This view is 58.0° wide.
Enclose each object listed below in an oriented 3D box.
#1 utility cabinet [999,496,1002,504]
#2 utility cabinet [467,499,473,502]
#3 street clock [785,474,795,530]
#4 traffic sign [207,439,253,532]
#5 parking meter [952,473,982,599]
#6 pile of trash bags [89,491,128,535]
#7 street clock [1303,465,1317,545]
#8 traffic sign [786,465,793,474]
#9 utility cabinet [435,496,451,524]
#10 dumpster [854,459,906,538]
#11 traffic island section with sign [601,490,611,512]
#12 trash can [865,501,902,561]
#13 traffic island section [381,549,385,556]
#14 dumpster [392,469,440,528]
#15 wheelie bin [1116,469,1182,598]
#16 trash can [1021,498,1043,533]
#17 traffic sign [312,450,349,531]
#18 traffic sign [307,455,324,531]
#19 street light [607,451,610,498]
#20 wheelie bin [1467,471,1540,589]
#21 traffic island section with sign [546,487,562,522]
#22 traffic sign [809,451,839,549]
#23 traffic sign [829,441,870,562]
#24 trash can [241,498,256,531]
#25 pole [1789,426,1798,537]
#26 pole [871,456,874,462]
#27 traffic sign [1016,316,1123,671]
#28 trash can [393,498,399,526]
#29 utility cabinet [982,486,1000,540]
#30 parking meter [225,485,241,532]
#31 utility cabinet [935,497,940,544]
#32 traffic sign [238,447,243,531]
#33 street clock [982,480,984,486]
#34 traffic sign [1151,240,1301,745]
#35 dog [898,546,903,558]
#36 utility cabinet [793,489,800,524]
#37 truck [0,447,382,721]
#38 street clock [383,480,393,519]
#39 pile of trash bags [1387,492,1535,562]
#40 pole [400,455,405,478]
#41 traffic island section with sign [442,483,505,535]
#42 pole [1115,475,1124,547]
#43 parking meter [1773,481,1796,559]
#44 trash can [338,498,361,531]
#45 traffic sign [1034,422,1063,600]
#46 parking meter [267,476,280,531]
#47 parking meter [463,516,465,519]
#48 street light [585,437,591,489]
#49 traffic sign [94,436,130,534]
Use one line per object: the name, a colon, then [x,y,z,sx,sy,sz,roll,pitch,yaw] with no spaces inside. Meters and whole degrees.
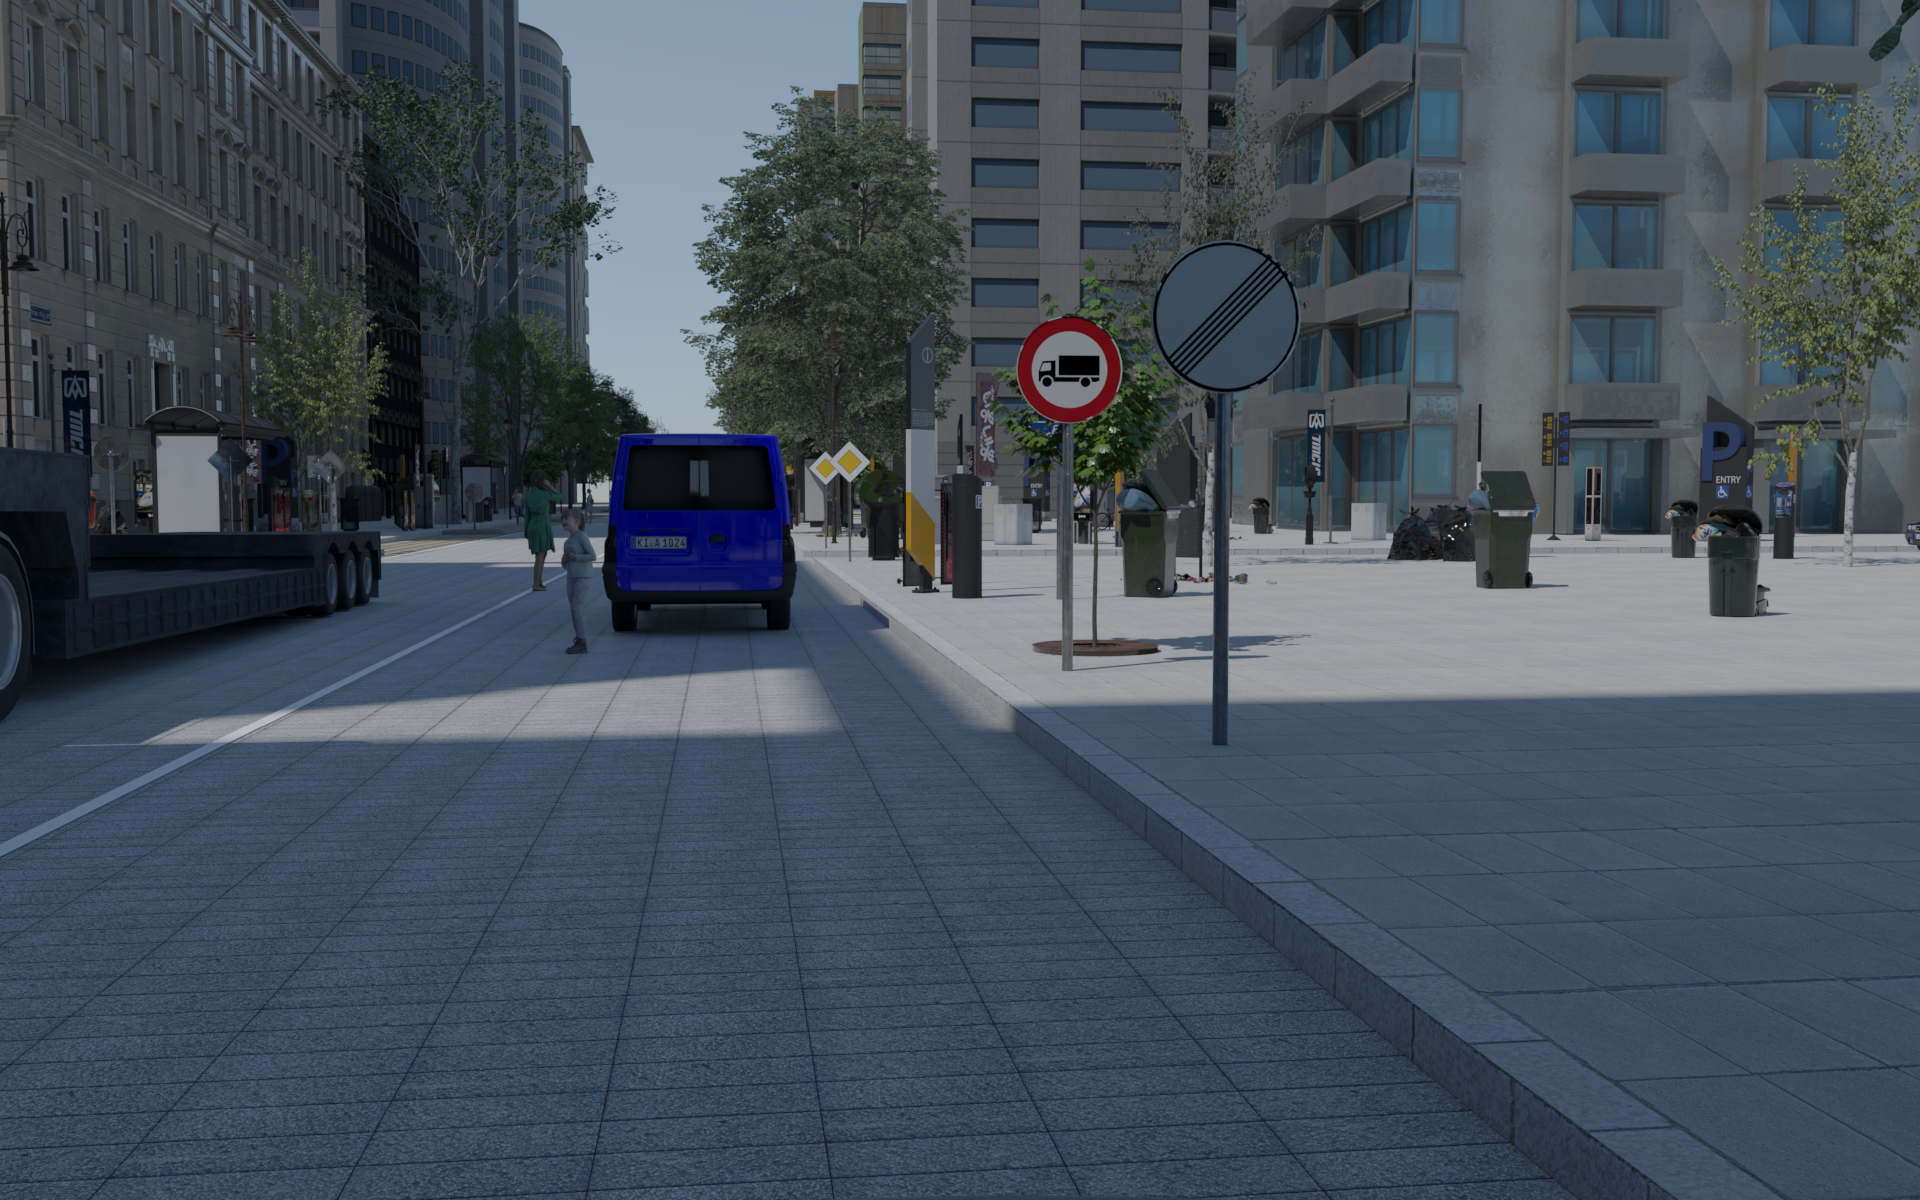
utility cabinet: [1.144,-3.430,67.236,1.020,1.237,0.306,-2,4,-35]
utility cabinet: [-23.430,-4.395,83.020,0.306,1.237,1.020,-1,4,-12]
street clock: [-6.156,-3.553,62.662,0.358,2.002,0.471,-2,4,-27]
traffic sign: [-13.188,-1.694,31.339,0.795,2.450,0.064,0,4,-8]
parking meter: [0.087,-0.790,21.328,0.372,1.533,0.369,0,3,0]
pile of trash bags: [-20.953,-1.942,41.509,1.912,1.369,3.447,-2,4,-26]
street clock: [8.833,-2.395,43.736,0.358,2.002,0.471,0,4,2]
traffic sign: [-11.910,-7.309,113.368,2.265,3.308,0.079,0,4,1]
utility cabinet: [-21.953,-3.849,74.090,1.020,1.237,0.306,-2,4,-24]
dumpster: [-2.210,-2.875,49.499,1.502,2.255,1.985,0,4,-8]
traffic island section with sign: [-27.564,-7.913,138.009,1.989,1.847,2.006,0,4,-8]
trash can: [-1.475,-1.335,33.485,0.748,1.137,0.748,0,3,0]
traffic island section: [-14.275,-1.042,39.311,2.009,0.180,2.903,0,4,-8]
dumpster: [-20.705,-3.879,65.917,1.502,2.255,1.985,0,4,-8]
wheelie bin: [2.341,-0.839,21.634,0.693,1.594,0.980,2,4,24]
trash can: [2.364,-2.767,56.900,0.748,1.137,0.748,0,3,0]
traffic sign: [-14.253,-2.178,39.253,0.795,2.450,0.064,0,4,-8]
traffic sign: [-16.746,-2.642,45.321,0.606,2.300,0.079,0,4,-6]
street light: [-32.786,-11.565,161.873,0.468,5.910,1.993,0,4,-8]
wheelie bin: [7.371,-0.962,23.630,0.980,1.594,0.693,0,4,-8]
traffic island section with sign: [-20.895,-4.879,88.395,1.989,1.847,2.006,0,4,-8]
traffic sign: [-3.155,-2.268,40.720,0.795,2.450,0.064,0,4,-8]
traffic sign: [-2.090,-1.784,32.806,0.795,2.450,0.064,0,4,-8]
trash can: [-23.335,-2.738,56.418,0.748,1.137,0.748,0,3,0]
pole: [24.926,-3.548,51.847,0.158,3.312,0.155,0,3,0]
pole: [-4.664,-6.018,92.241,0.158,3.312,0.155,0,3,0]
traffic sign: [0.779,-0.757,12.483,0.768,2.556,0.104,0,4,-5]
trash can: [-22.383,-3.536,69.467,0.748,1.137,0.748,0,3,0]
utility cabinet: [0.480,-2.362,47.289,1.173,1.500,0.318,1,4,9]
parking meter: [-19.548,-2.336,46.603,0.372,1.533,0.369,0,3,0]
utility cabinet: [-0.913,-2.010,44.030,1.020,1.237,0.306,-2,4,-33]
traffic sign: [-19.622,-2.879,47.180,0.768,2.556,0.104,0,4,2]
street clock: [0.987,-5.035,86.886,0.471,2.002,0.358,0,4,-2]
traffic sign: [1.332,-0.532,8.800,0.768,2.556,0.104,0,4,-6]
dog: [-1.377,-1.012,35.840,0.540,0.507,0.406,-1,4,-12]
utility cabinet: [-7.073,-3.925,72.859,0.318,1.500,1.173,1,4,14]
truck: [-7.566,-1.452,13.496,2.967,4.110,18.799,0,4,-8]
street clock: [-29.916,-5.264,90.631,0.358,2.002,0.471,2,4,26]
pile of trash bags: [10.166,-1.495,34.192,3.447,1.369,1.912,-2,4,-35]
pole: [-29.578,-5.993,91.824,0.158,3.312,0.155,0,3,0]
traffic island section with sign: [-17.294,-3.245,61.681,1.989,1.847,2.006,0,4,-8]
pole: [3.835,-2.922,41.611,0.158,3.312,0.155,0,3,0]
parking meter: [16.296,-1.579,34.235,0.372,1.533,0.369,0,3,0]
trash can: [-20.812,-2.900,59.067,0.748,1.137,0.748,0,3,0]
traffic sign: [1.212,-1.276,20.974,0.768,2.556,0.104,0,4,1]
parking meter: [-22.853,-3.180,57.701,0.255,1.863,0.399,1,4,11]
parking meter: [-25.891,-4.984,89.903,0.372,1.533,0.369,0,3,0]
street light: [-29.706,-10.148,138.708,0.468,5.910,1.993,0,4,-8]
traffic sign: [-18.605,-2.319,38.019,0.768,2.556,0.104,0,4,-4]
